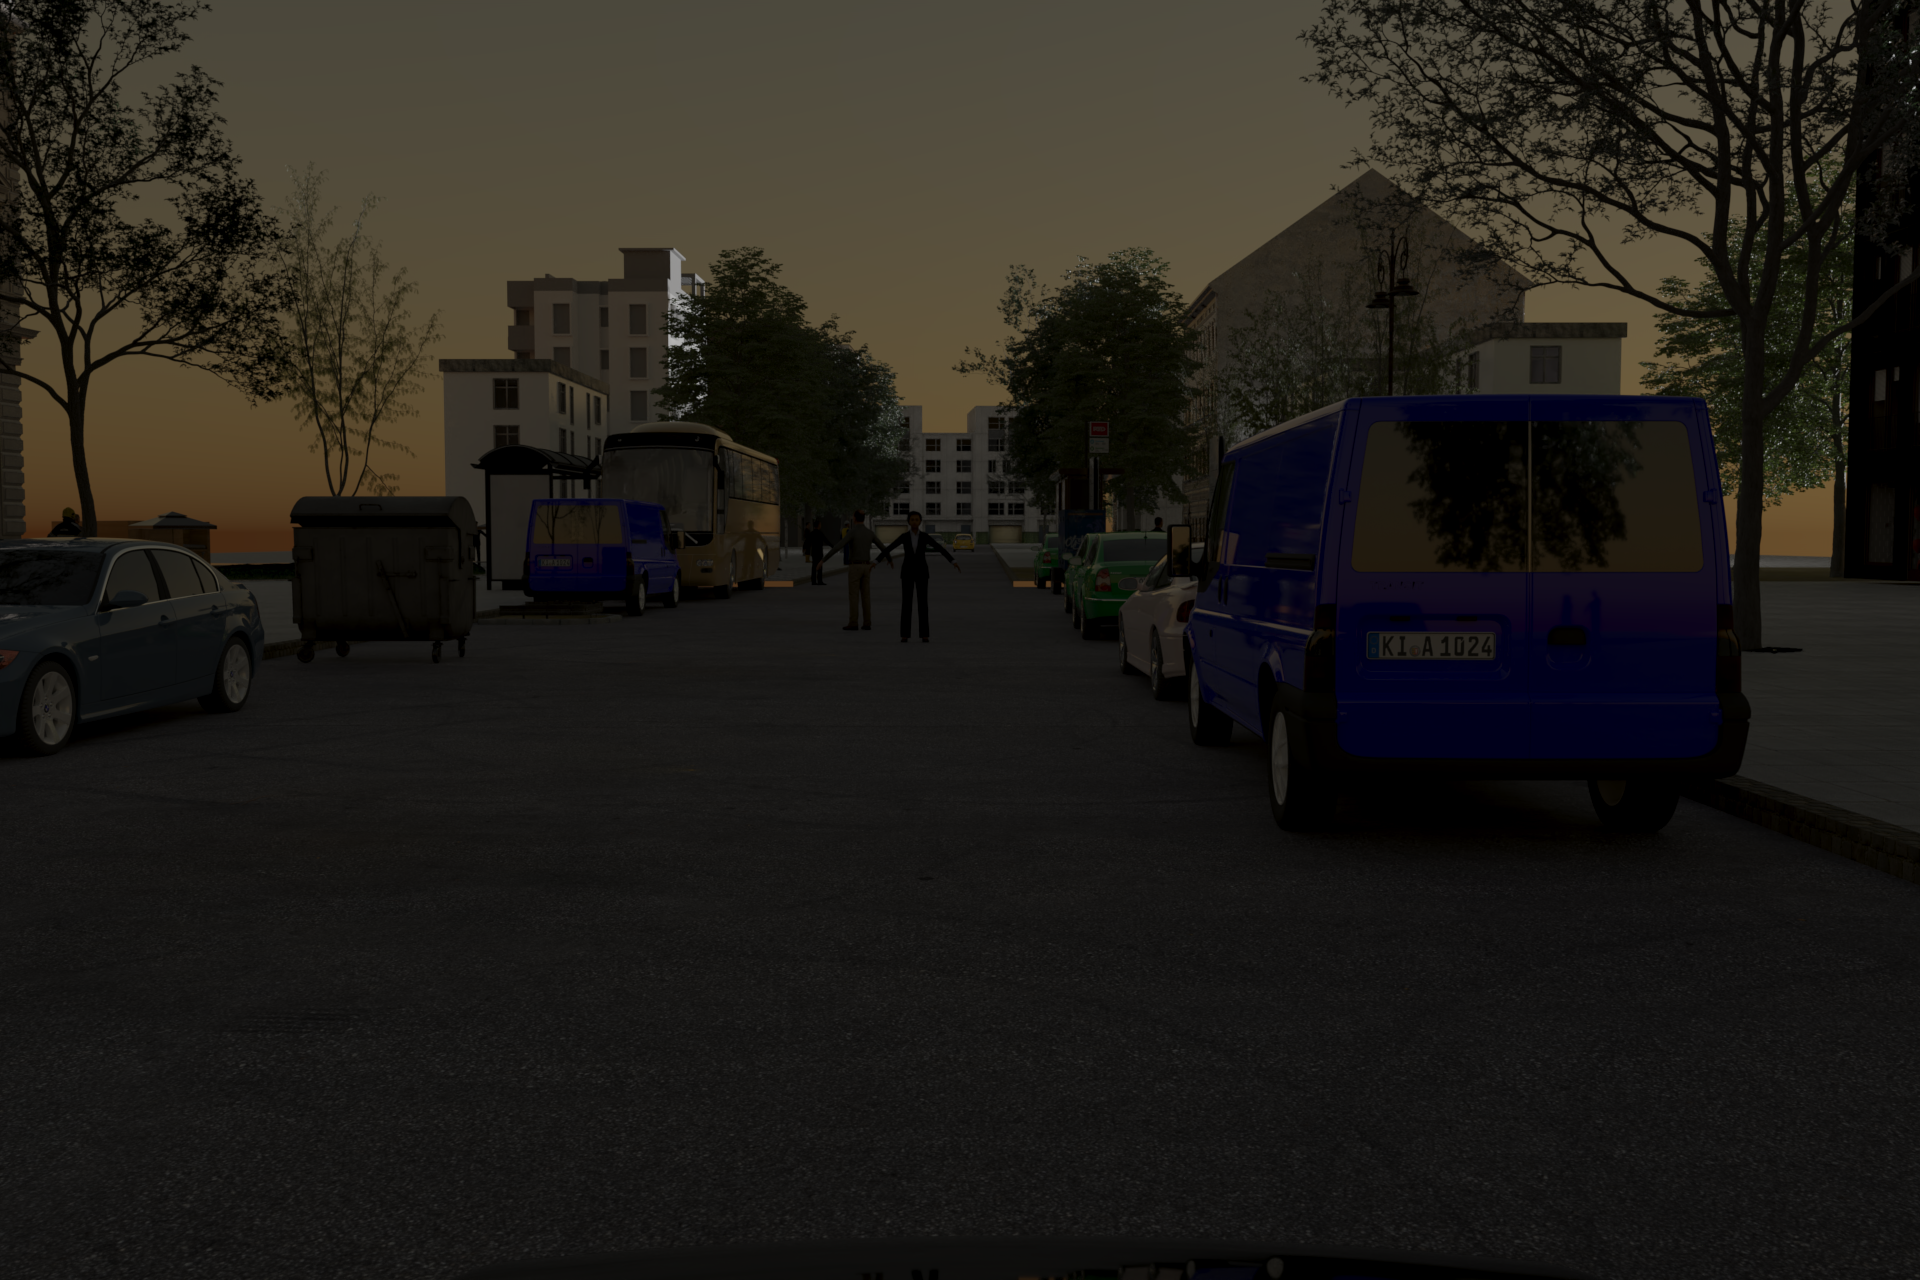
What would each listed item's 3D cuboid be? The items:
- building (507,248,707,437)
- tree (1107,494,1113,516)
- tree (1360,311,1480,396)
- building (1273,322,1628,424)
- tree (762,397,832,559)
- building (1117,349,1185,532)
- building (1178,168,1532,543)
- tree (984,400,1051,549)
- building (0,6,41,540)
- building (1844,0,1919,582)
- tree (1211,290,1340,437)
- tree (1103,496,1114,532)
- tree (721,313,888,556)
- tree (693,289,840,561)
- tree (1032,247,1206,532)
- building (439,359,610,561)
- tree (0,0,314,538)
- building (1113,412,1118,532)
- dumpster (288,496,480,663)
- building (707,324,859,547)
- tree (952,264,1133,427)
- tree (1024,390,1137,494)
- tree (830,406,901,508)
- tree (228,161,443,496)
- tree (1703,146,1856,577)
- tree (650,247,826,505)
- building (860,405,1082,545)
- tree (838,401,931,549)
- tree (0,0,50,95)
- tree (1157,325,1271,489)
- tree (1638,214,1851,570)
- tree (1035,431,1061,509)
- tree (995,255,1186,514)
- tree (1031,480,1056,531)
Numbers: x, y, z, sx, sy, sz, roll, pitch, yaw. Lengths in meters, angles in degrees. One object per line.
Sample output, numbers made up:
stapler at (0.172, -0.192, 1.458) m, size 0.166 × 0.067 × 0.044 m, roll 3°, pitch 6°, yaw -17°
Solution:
building at (-23.937, -15.867, 115.840) m, size 16.016 × 20.090 × 11.380 m, roll 0°, pitch 4°, yaw 1°
tree at (23.066, -17.977, 244.281) m, size 4.360 × 8.622 × 3.978 m, roll 0°, pitch 3°, yaw 0°
tree at (15.072, -6.490, 56.477) m, size 4.737 × 8.622 × 4.395 m, roll 0°, pitch 3°, yaw 0°
building at (21.940, -8.605, 82.839) m, size 9.099 × 9.664 × 28.070 m, roll 0°, pitch 4°, yaw 0°
tree at (-9.263, -8.529, 89.809) m, size 4.360 × 8.622 × 3.978 m, roll 0°, pitch 3°, yaw 0°
building at (25.100, -18.683, 171.919) m, size 16.747 × 18.905 × 31.486 m, roll 0°, pitch 4°, yaw 1°
building at (24.904, -17.287, 113.579) m, size 19.493 × 23.208 × 18.063 m, roll 0°, pitch 4°, yaw 1°
tree at (7.470, -14.812, 152.545) m, size 12.009 × 13.543 × 11.850 m, roll 0°, pitch 3°, yaw 0°
building at (-31.062, -12.913, 38.843) m, size 11.050 × 23.595 × 19.941 m, roll 0°, pitch 4°, yaw 1°
building at (29.469, -12.758, 37.258) m, size 12.332 × 23.479 × 15.834 m, roll 0°, pitch 4°, yaw 1°
tree at (9.803, -6.293, 53.253) m, size 4.737 × 8.622 × 4.395 m, roll 0°, pitch 3°, yaw 0°
tree at (20.877, -17.608, 238.252) m, size 4.737 × 8.622 × 4.395 m, roll 0°, pitch 3°, yaw 0°
tree at (-8.883, -11.809, 99.735) m, size 9.857 × 13.997 × 8.962 m, roll 0°, pitch 3°, yaw 0°
tree at (-8.919, -9.941, 80.664) m, size 7.486 × 12.596 × 7.792 m, roll 0°, pitch 3°, yaw 0°
tree at (6.494, -9.233, 69.092) m, size 7.486 × 12.596 × 7.792 m, roll 0°, pitch 3°, yaw 0°
building at (-24.169, -9.480, 97.141) m, size 9.099 × 9.664 × 28.070 m, roll 0°, pitch 4°, yaw 0°
tree at (-13.168, -5.567, 25.429) m, size 7.601 × 10.594 × 8.767 m, roll -1°, pitch 4°, yaw -9°
building at (28.118, -22.845, 204.450) m, size 19.493 × 23.208 × 18.063 m, roll 0°, pitch 4°, yaw 0°
dumpster at (-6.511, -0.699, 19.639) m, size 1.865 × 1.857 × 1.264 m, roll 0°, pitch 4°, yaw 0°
building at (-25.879, -20.844, 184.773) m, size 27.936 × 21.610 × 32.646 m, roll 0°, pitch 4°, yaw 2°
tree at (6.247, -16.305, 122.480) m, size 12.611 × 20.169 × 13.585 m, roll 0°, pitch 3°, yaw 0°
tree at (7.123, -10.132, 100.063) m, size 7.601 × 10.594 × 8.767 m, roll -3°, pitch 4°, yaw -39°
tree at (-8.269, -12.856, 135.953) m, size 9.928 × 11.665 × 9.643 m, roll 0°, pitch 3°, yaw 0°
tree at (-12.595, -5.174, 34.959) m, size 4.360 × 8.622 × 3.978 m, roll 0°, pitch 3°, yaw 0°
tree at (25.833, -8.151, 51.393) m, size 7.486 × 12.596 × 7.792 m, roll 0°, pitch 3°, yaw 0°
tree at (-8.877, -9.212, 68.749) m, size 7.486 × 12.596 × 7.792 m, roll 0°, pitch 3°, yaw 0°
building at (1.593, -22.994, 244.867) m, size 31.486 × 18.905 × 16.747 m, roll 0°, pitch 4°, yaw -4°
tree at (-7.661, -14.622, 149.435) m, size 12.009 × 13.543 × 11.850 m, roll 0°, pitch 3°, yaw 0°
tree at (-12.512, -6.333, 13.908) m, size 12.009 × 13.543 × 11.850 m, roll 0°, pitch 3°, yaw 0°
tree at (9.193, -6.746, 60.660) m, size 4.360 × 8.622 × 3.978 m, roll 0°, pitch 3°, yaw 0°
tree at (28.191, -8.806, 62.100) m, size 7.486 × 12.596 × 7.792 m, roll 0°, pitch 3°, yaw 0°
tree at (6.710, -9.774, 110.170) m, size 4.360 × 8.622 × 3.978 m, roll 0°, pitch 3°, yaw 0°
tree at (6.288, -10.661, 80.968) m, size 9.857 × 13.997 × 8.962 m, roll 0°, pitch 3°, yaw 0°
tree at (7.917, -11.378, 136.387) m, size 4.360 × 8.622 × 3.978 m, roll 0°, pitch 3°, yaw 0°
